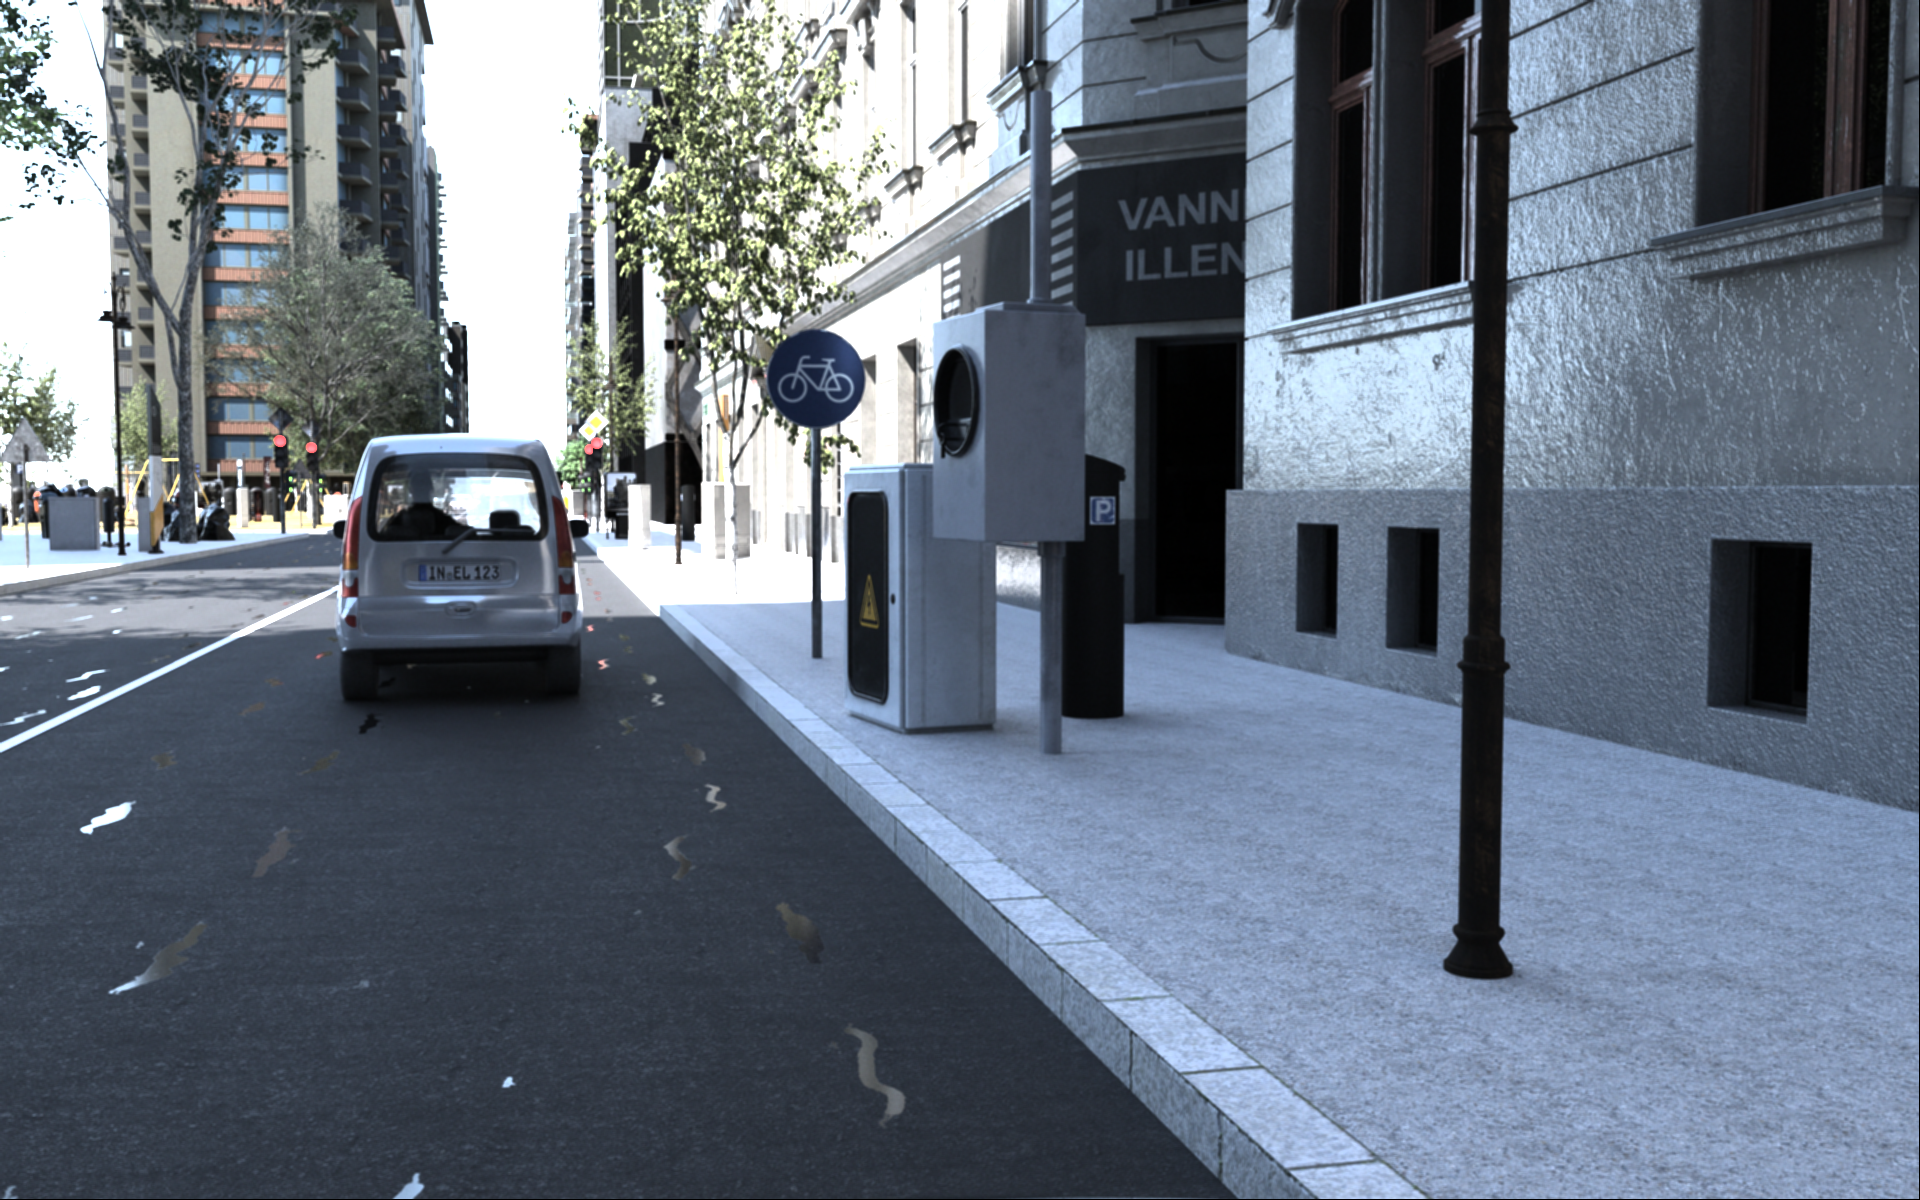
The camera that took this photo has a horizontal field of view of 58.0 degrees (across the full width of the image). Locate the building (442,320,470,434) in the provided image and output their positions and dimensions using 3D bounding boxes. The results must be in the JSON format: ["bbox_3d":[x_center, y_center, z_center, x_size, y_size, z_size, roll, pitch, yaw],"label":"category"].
[{"bbox_3d":[-87.405,-31.219,282.129,14.160,30.474,14.107,-1,4,-14],"label":"building"}]

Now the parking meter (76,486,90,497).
[{"bbox_3d":[-26.921,-2.740,53.210,0.372,1.533,0.369,0,3,0],"label":"parking meter"}]

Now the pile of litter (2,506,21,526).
[{"bbox_3d":[-39.050,-3.443,70.261,1.719,0.858,1.176,-2,4,-32],"label":"pile of litter"}]

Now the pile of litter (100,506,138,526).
[{"bbox_3d":[-33.965,-3.441,70.218,1.719,0.858,1.176,-2,4,-23],"label":"pile of litter"}]

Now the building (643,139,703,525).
[{"bbox_3d":[-5.385,-12.920,78.697,16.811,18.784,16.820,-1,4,-14],"label":"building"}]

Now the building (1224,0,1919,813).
[{"bbox_3d":[10.808,-13.236,3.801,14.401,28.519,23.554,-1,4,-14],"label":"building"}]

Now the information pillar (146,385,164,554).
[{"bbox_3d":[-17.366,-2.815,37.378,0.183,3.616,0.504,0,4,-1],"label":"information pillar"}]

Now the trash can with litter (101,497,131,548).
[{"bbox_3d":[-20.766,-1.895,42.049,1.678,1.210,2.233,-2,4,-29],"label":"trash can with litter"}]

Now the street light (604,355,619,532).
[{"bbox_3d":[-11.624,-5.199,57.790,0.468,5.910,1.993,-1,4,-14],"label":"street light"}]

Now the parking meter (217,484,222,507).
[{"bbox_3d":[-41.048,-5.511,95.810,0.255,1.863,0.399,1,4,16],"label":"parking meter"}]

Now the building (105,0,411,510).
[{"bbox_3d":[-58.888,-30.147,147.522,22.147,44.769,28.867,-1,4,-14],"label":"building"}]

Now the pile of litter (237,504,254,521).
[{"bbox_3d":[-34.396,-4.268,83.751,1.176,0.858,1.719,0,4,0],"label":"pile of litter"}]

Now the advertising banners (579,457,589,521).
[{"bbox_3d":[-17.927,-5.301,82.853,0.090,3.025,2.074,0,4,2],"label":"advertising banners"}]

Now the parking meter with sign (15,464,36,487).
[{"bbox_3d":[-54.209,-6.399,100.883,1.738,3.016,0.543,2,4,29],"label":"parking meter with sign"}]

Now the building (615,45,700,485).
[{"bbox_3d":[-12.148,-16.203,94.604,12.332,23.373,15.834,-1,4,-14],"label":"building"}]

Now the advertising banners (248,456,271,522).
[{"bbox_3d":[-32.496,-5.128,80.031,0.090,3.025,2.074,1,4,18],"label":"advertising banners"}]

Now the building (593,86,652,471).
[{"bbox_3d":[-17.040,-17.965,111.742,12.078,24.808,19.932,-1,4,-14],"label":"building"}]

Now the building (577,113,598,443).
[{"bbox_3d":[-32.413,-33.323,199.451,22.147,44.769,28.867,-1,4,-14],"label":"building"}]

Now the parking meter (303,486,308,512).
[{"bbox_3d":[-45.661,-7.040,120.807,0.255,1.863,0.399,-2,4,-34],"label":"parking meter"}]

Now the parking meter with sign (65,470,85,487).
[{"bbox_3d":[-63.011,-7.736,122.745,0.543,3.016,1.738,3,5,39],"label":"parking meter with sign"}]

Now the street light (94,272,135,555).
[{"bbox_3d":[-17.592,-3.877,36.184,0.468,5.910,1.993,-1,4,-14],"label":"street light"}]

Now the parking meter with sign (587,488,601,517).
[{"bbox_3d":[-20.475,-6.167,97.096,1.738,3.016,0.543,3,5,44],"label":"parking meter with sign"}]

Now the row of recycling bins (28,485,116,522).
[{"bbox_3d":[-40.884,-4.463,80.084,3.534,1.692,1.069,0,4,-6],"label":"row of recycling bins"}]

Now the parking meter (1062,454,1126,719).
[{"bbox_3d":[0.765,-0.098,10.019,0.372,1.533,0.369,0,3,0],"label":"parking meter"}]

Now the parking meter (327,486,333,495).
[{"bbox_3d":[-48.048,-7.731,132.118,0.255,1.863,0.399,3,4,38],"label":"parking meter"}]

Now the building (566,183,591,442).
[{"bbox_3d":[-49.062,-39.628,267.530,23.786,49.044,30.456,-1,4,-14],"label":"building"}]

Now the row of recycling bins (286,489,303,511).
[{"bbox_3d":[-50.754,-7.605,131.459,1.069,1.692,3.534,1,4,13],"label":"row of recycling bins"}]

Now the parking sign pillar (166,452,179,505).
[{"bbox_3d":[-50.840,-7.581,112.420,1.447,3.967,1.447,1,4,17],"label":"parking sign pillar"}]

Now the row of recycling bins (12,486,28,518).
[{"bbox_3d":[-50.479,-5.317,94.046,1.069,1.692,3.534,0,4,-7],"label":"row of recycling bins"}]

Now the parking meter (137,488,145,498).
[{"bbox_3d":[-54.174,-6.660,114.607,0.399,1.863,0.255,1,4,9],"label":"parking meter"}]

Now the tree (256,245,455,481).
[{"bbox_3d":[-30.530,-11.058,87.451,9.857,13.997,8.962,0,3,0],"label":"tree"}]

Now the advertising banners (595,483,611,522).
[{"bbox_3d":[-16.297,-5.060,78.912,0.090,3.025,2.074,1,4,10],"label":"advertising banners"}]

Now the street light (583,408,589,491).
[{"bbox_3d":[-18.217,-6.863,85.000,0.468,5.910,1.993,-1,4,-14],"label":"street light"}]

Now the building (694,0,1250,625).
[{"bbox_3d":[4.317,-15.935,36.949,17.030,29.872,44.131,-1,4,-14],"label":"building"}]

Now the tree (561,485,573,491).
[{"bbox_3d":[-42.724,-11.927,189.614,1.663,3.219,1.824,0,3,0],"label":"tree"}]

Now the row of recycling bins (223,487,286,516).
[{"bbox_3d":[-42.417,-5.903,103.622,3.534,1.692,1.069,1,4,9],"label":"row of recycling bins"}]

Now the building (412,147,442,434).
[{"bbox_3d":[-66.715,-31.390,196.821,14.154,41.232,14.086,-1,4,-14],"label":"building"}]

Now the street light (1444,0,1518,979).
[{"bbox_3d":[1.395,-1.939,4.486,0.468,5.910,1.993,-1,4,-14],"label":"street light"}]

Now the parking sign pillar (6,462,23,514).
[{"bbox_3d":[-58.711,-7.310,107.995,1.447,3.967,1.447,3,4,37],"label":"parking sign pillar"}]

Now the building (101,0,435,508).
[{"bbox_3d":[-67.974,-35.768,174.038,28.713,52.752,27.495,-1,4,-14],"label":"building"}]

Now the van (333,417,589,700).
[{"bbox_3d":[-3.897,-0.402,13.578,2.013,2.044,4.112,-1,4,-15],"label":"van"}]

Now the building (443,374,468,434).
[{"bbox_3d":[-88.791,-25.378,259.974,27.650,21.520,28.899,-1,4,-14],"label":"building"}]

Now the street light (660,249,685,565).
[{"bbox_3d":[-5.085,-3.567,31.114,0.468,5.910,1.993,-1,4,-14],"label":"street light"}]

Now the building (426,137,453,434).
[{"bbox_3d":[-79.797,-37.384,230.833,23.786,49.044,30.456,-1,4,-14],"label":"building"}]

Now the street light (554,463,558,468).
[{"bbox_3d":[-49.545,-14.694,213.038,0.468,5.910,1.993,-1,4,-14],"label":"street light"}]

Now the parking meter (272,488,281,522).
[{"bbox_3d":[-30.944,-4.284,78.453,0.372,1.533,0.369,0,3,0],"label":"parking meter"}]

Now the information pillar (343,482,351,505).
[{"bbox_3d":[-38.437,-6.370,108.649,0.304,2.012,0.304,1,4,16],"label":"information pillar"}]

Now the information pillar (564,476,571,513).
[{"bbox_3d":[-26.197,-7.597,115.570,0.504,3.616,0.183,1,4,21],"label":"information pillar"}]

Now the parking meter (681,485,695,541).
[{"bbox_3d":[-7.463,-2.394,47.547,0.372,1.533,0.369,0,3,0],"label":"parking meter"}]

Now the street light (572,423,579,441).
[{"bbox_3d":[-24.702,-8.473,111.317,0.468,5.910,1.993,-1,4,-14],"label":"street light"}]

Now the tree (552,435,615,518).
[{"bbox_3d":[-20.202,-6.681,92.944,4.285,4.588,4.351,0,3,0],"label":"tree"}]

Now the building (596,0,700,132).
[{"bbox_3d":[-27.877,-45.020,174.332,20.563,71.187,20.611,-1,4,-14],"label":"building"}]

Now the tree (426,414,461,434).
[{"bbox_3d":[-46.157,-12.471,154.257,4.360,8.622,3.978,0,3,0],"label":"tree"}]

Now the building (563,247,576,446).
[{"bbox_3d":[-58.724,-37.012,288.744,14.154,41.232,14.086,-1,4,-14],"label":"building"}]

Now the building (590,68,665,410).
[{"bbox_3d":[-16.851,-28.304,154.647,32.217,40.220,23.993,-1,4,-14],"label":"building"}]

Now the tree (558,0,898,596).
[{"bbox_3d":[-2.842,-4.347,21.428,4.737,8.622,4.395,0,3,0],"label":"tree"}]
